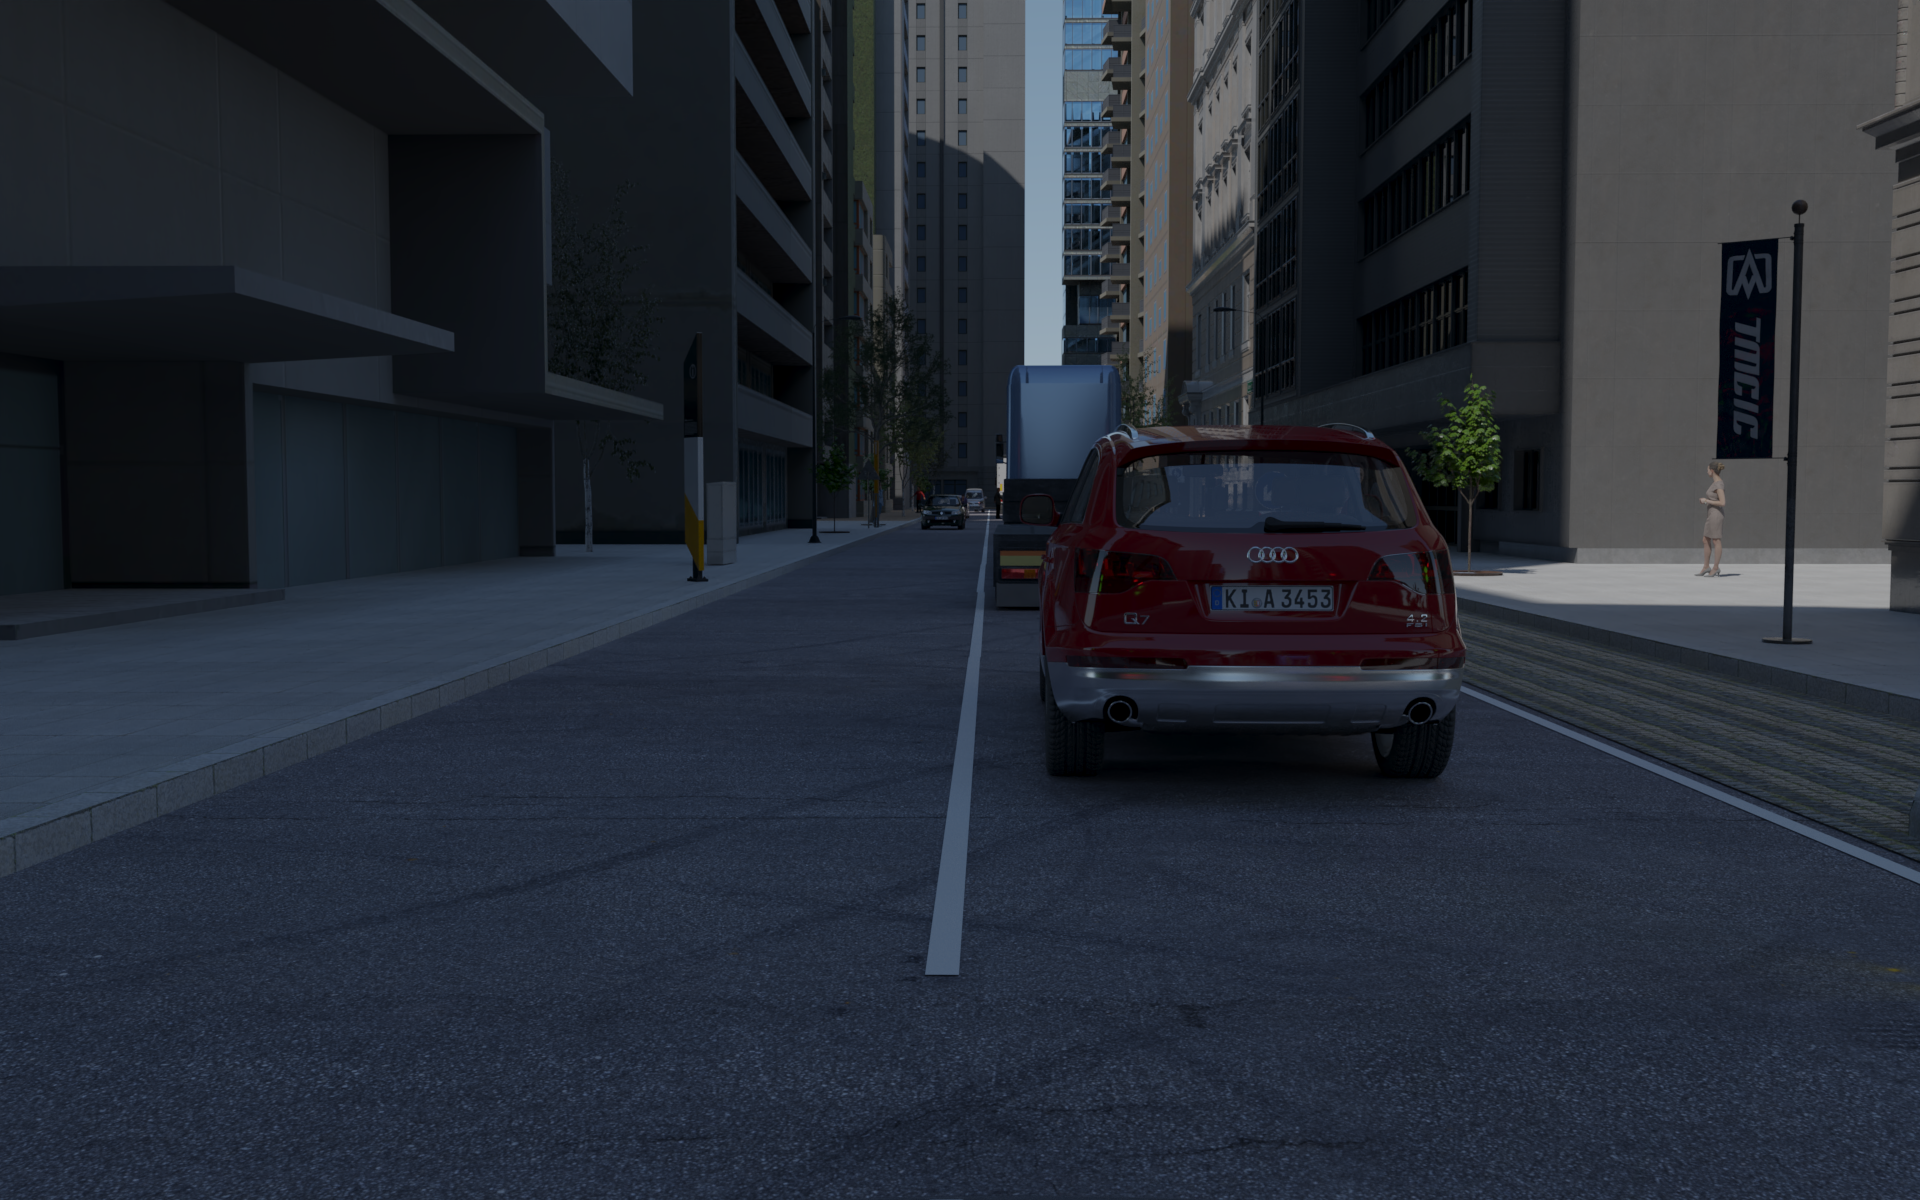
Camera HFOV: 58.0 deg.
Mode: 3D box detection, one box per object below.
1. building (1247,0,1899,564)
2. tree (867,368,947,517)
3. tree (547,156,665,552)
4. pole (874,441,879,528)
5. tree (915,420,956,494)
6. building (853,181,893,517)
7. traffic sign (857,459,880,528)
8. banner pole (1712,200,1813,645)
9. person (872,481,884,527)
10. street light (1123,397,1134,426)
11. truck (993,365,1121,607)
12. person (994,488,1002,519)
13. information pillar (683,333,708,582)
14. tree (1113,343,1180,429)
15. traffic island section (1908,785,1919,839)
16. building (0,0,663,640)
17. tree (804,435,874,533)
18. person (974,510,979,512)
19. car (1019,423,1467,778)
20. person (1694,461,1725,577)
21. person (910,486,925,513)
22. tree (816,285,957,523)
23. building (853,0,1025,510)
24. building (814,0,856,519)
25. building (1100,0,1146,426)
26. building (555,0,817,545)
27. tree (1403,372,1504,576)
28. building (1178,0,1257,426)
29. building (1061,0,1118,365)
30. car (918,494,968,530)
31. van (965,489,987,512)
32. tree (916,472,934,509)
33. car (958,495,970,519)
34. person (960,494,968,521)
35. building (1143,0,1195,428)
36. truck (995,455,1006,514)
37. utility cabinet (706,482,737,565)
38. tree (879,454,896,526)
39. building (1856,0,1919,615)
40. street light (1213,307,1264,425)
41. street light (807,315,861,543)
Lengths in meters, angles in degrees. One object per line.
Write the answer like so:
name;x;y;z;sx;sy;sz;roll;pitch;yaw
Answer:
building;16.917;-13.869;45.830;14.314;24.678;30.058;0;4;1
tree;-3.188;-8.994;97.418;4.737;8.622;4.395;0;3;0
tree;-8.208;-5.348;37.809;4.360;8.622;3.978;0;3;0
pole;-3.189;-4.423;66.151;0.158;3.312;0.155;0;3;0
tree;-2.424;-12.784;159.377;4.360;8.622;3.978;0;3;0
building;-18.932;-16.235;110.488;27.650;21.520;28.899;0;4;1
traffic sign;-3.408;-3.948;64.555;0.884;2.594;0.081;0;4;6
banner pole;6.964;-1.527;14.986;0.863;3.779;0.401;3;5;40
person;-3.225;-3.767;67.903;0.793;1.790;0.793;-3;4;-38
street light;7.608;-6.654;81.339;1.470;5.913;1.316;0;4;1
truck;1.958;-2.485;30.391;2.967;4.110;18.799;0;4;2
person;2.230;-5.564;99.605;0.705;1.807;1.348;-2;4;-24
information pillar;-3.898;-2.082;25.390;0.183;3.616;0.504;-2;4;-34
tree;8.597;-8.253;85.292;4.737;8.622;4.395;0;3;0
traffic island section;4.939;0.975;6.342;2.009;0.180;2.903;0;4;1
building;-19.652;-26.382;20.590;28.713;52.752;27.495;0;4;1
tree;-4.022;-3.815;56.975;1.663;3.219;1.824;0;3;0
person;1.345;-8.076;140.532;0.705;1.826;1.348;-2;4;-33
car;1.492;-0.100;10.301;2.281;1.827;5.304;0;4;2
person;11.588;-1.244;26.725;0.374;1.781;0.599;1;4;13
person;-2.803;-6.772;116.707;1.348;1.831;0.705;3;5;41
tree;-3.569;-8.729;77.138;7.601;10.594;8.767;0;4;6
building;-7.584;-38.818;176.667;28.212;58.520;21.231;0;4;1
building;-12.914;-19.385;88.641;14.160;30.474;14.107;0;4;1
building;22.754;-29.672;139.761;22.147;44.769;28.867;0;4;1
building;-16.201;-26.266;53.149;21.300;48.544;21.600;0;4;1
tree;8.171;-2.013;27.515;1.663;3.219;1.824;0;3;0
building;16.831;-17.428;70.855;13.634;28.700;20.117;0;4;1
building;22.029;-52.801;175.972;31.000;86.520;22.319;0;4;1
car;-0.671;-3.729;70.764;2.009;1.686;4.222;0;4;2
van;1.121;-7.900;136.183;2.013;2.044;4.112;0;4;2
tree;-3.049;-9.481;149.611;1.663;3.219;1.824;0;3;0
car;-0.413;-5.513;102.495;2.083;1.381;4.827;0;4;2
person;0.201;-4.851;91.040;0.421;1.427;0.697;0;4;8
building;17.533;-27.123;93.572;14.600;45.320;14.200;0;4;1
truck;3.988;-8.533;128.428;2.839;4.237;11.283;0;4;1
utility cabinet;-4.357;-1.401;31.587;0.318;1.500;1.173;0;4;4
tree;-3.540;-4.657;70.750;1.663;3.219;1.824;0;3;0
building;19.874;-10.831;13.252;21.152;22.565;11.583;0;4;1
street light;6.974;-4.316;43.111;1.470;5.913;1.316;0;4;1
street light;-3.268;-4.442;45.160;1.470;5.913;1.316;0;4;1
